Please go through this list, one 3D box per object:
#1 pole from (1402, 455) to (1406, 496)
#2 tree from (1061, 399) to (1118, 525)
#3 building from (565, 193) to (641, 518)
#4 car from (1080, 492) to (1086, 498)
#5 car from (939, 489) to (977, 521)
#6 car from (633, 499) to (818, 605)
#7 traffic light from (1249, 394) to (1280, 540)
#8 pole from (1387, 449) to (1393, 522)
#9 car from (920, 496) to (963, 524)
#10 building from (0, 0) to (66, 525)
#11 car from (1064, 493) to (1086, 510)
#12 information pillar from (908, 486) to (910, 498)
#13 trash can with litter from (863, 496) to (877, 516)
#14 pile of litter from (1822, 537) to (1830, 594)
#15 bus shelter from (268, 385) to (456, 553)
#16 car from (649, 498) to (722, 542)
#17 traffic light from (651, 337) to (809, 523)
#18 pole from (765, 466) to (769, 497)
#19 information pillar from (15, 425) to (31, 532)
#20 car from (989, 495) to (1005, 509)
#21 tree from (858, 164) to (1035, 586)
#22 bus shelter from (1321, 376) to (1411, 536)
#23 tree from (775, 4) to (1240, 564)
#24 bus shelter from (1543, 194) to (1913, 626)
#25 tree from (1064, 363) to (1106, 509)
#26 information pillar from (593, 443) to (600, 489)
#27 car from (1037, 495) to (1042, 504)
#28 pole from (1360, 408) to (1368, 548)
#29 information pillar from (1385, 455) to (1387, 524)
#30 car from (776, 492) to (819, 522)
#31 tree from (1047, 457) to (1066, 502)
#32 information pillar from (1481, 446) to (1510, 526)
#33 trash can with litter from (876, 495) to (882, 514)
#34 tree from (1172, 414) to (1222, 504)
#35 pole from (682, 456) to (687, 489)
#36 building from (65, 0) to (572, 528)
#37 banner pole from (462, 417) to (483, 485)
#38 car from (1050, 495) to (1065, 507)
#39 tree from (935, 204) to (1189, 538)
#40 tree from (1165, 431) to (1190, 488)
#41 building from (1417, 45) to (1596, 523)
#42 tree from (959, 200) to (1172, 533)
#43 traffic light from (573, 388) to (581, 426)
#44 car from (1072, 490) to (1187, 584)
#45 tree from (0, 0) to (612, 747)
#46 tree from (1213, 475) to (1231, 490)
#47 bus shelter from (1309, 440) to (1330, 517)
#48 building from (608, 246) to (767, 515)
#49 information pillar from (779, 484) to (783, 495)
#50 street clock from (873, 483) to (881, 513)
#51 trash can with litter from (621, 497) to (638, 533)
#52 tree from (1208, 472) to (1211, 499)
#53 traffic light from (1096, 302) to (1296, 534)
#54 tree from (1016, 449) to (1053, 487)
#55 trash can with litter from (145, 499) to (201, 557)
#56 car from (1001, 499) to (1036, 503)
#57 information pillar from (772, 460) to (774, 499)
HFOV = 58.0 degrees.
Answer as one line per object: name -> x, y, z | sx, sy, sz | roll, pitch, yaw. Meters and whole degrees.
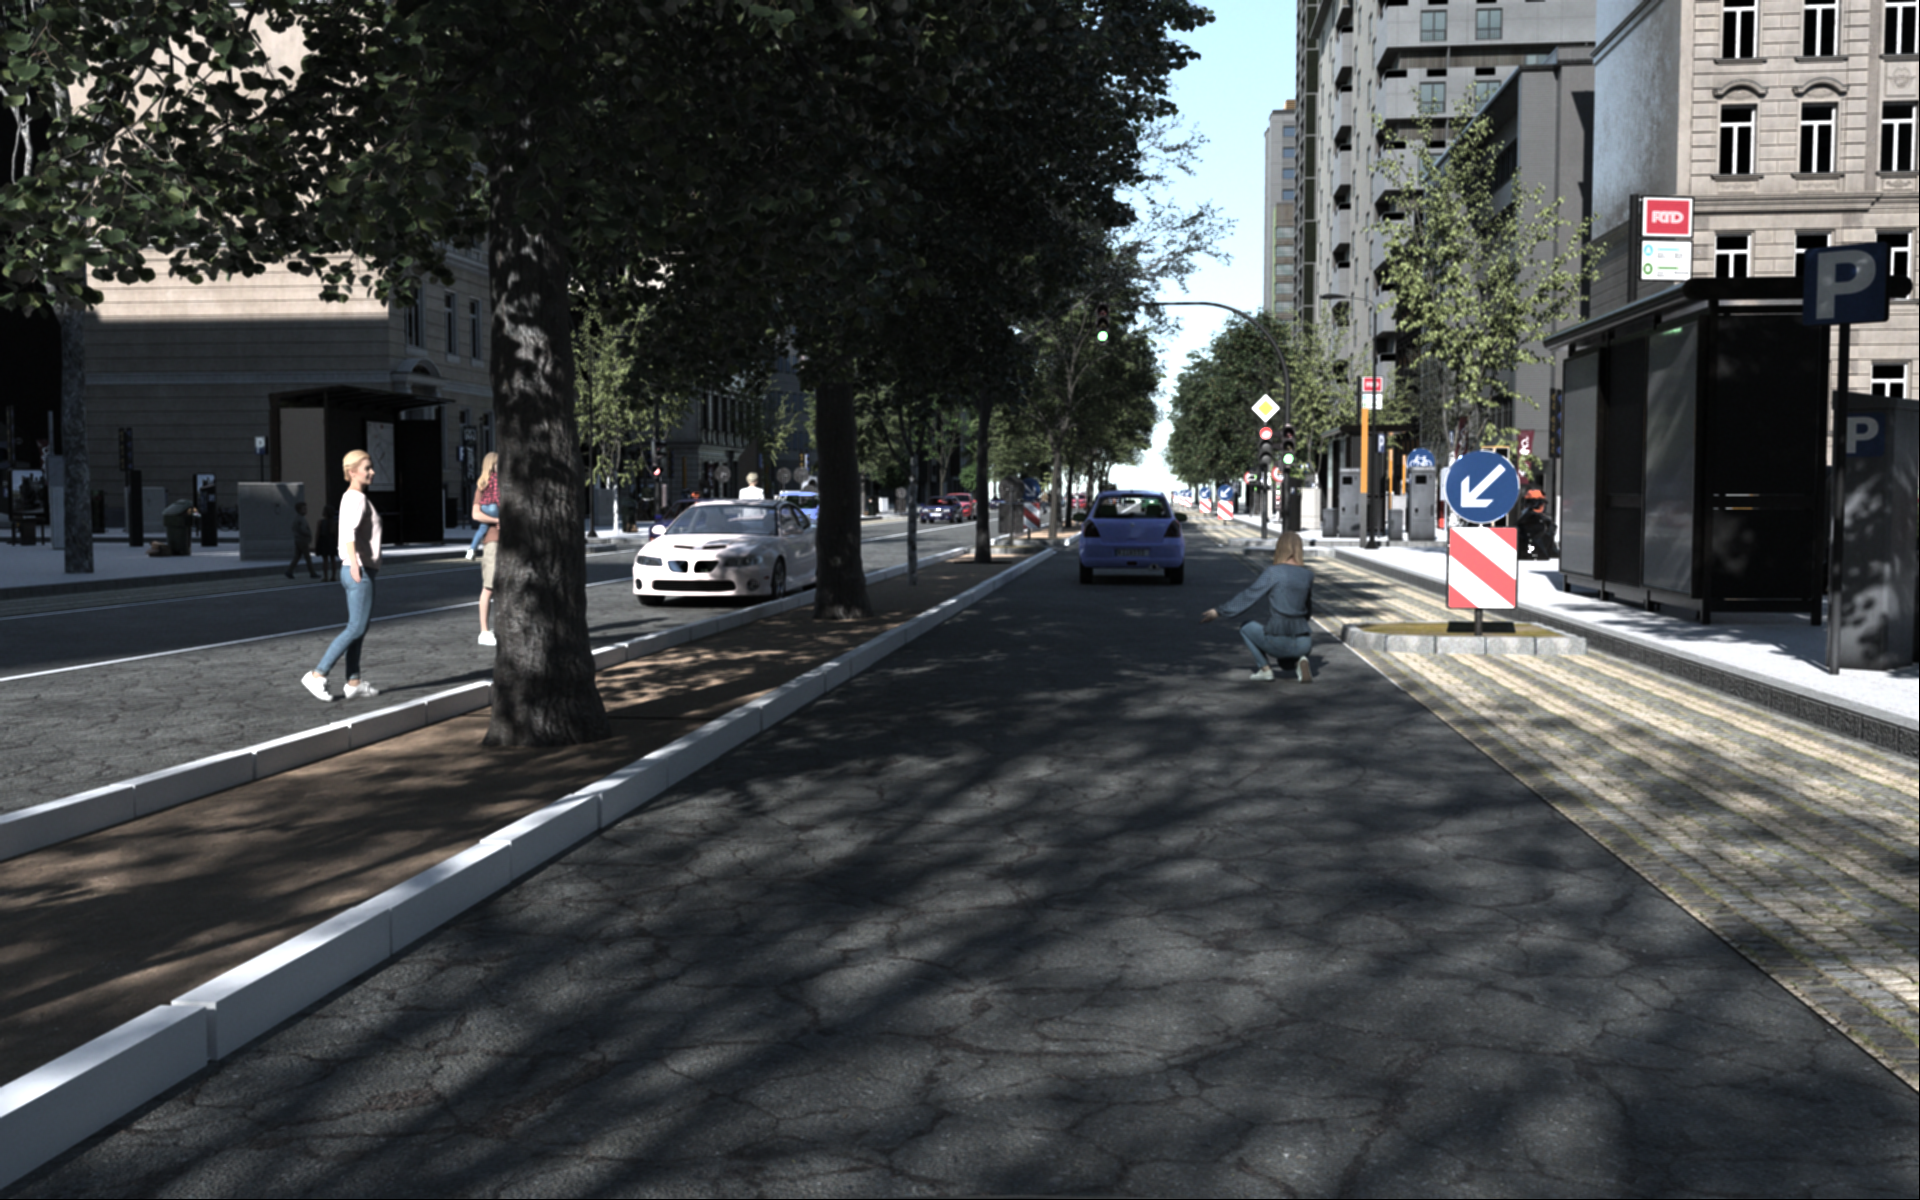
pole -> 23.090, -5.886, 90.086 | 0.158, 3.312, 0.155 | 0, 3, 0
tree -> 5.367, -7.711, 78.891 | 4.360, 8.622, 3.978 | 0, 3, 0
building -> -26.182, -13.810, 93.239 | 16.820, 18.784, 16.811 | 0, 4, 6
car -> 18.782, -15.335, 259.400 | 2.281, 1.827, 5.304 | 0, 4, 6
car -> -0.090, -5.261, 95.056 | 2.155, 1.783, 4.494 | 0, 4, 6
car -> -3.054, -0.700, 23.802 | 2.083, 1.381, 4.827 | 0, 4, 7
traffic light -> 8.570, -3.661, 48.784 | 0.839, 4.253, 0.868 | 0, 4, 6
pole -> 19.474, -5.173, 78.423 | 0.158, 3.312, 0.155 | 0, 3, 0
car -> -0.903, -4.460, 85.507 | 1.945, 1.354, 3.894 | 0, 4, 8
building -> -46.096, -14.740, 70.671 | 15.834, 23.373, 12.332 | 0, 4, 6
car -> 10.295, -8.797, 152.871 | 2.155, 1.783, 4.494 | 0, 4, 4
information pillar -> -3.477, -7.955, 121.424 | 0.183, 3.616, 0.504 | 2, 4, 30
trash can with litter -> -5.279, -5.472, 100.851 | 0.624, 1.170, 1.055 | -3, 4, -39
pile of litter -> 11.017, -0.480, 21.812 | 1.176, 0.858, 1.719 | -1, 4, -14
bus shelter -> -13.803, -3.007, 40.447 | 1.731, 3.624, 6.357 | 0, 4, 7
car -> -5.963, -1.679, 40.038 | 1.945, 1.354, 3.894 | 0, 4, 6
traffic light -> -6.747, -4.639, 50.508 | 4.771, 5.953, 1.251 | 0, 4, 6
pole -> -12.232, -7.084, 109.668 | 0.158, 3.312, 0.155 | 0, 3, 0
information pillar -> -31.467, -4.086, 58.153 | 0.504, 3.616, 0.183 | -2, 4, -28
car -> 3.758, -9.138, 161.982 | 1.945, 1.354, 3.894 | 0, 4, 6
tree -> -0.756, -4.533, 26.942 | 4.737, 8.622, 4.395 | 0, 3, 0
bus shelter -> 13.031, -4.829, 56.589 | 2.179, 5.291, 8.768 | 0, 4, 6
tree -> 0.453, -7.495, 35.373 | 12.009, 13.543, 11.850 | 0, 3, 0
bus shelter -> 8.533, -2.652, 20.996 | 2.179, 5.291, 8.768 | 0, 4, 6
tree -> 5.220, -8.055, 84.520 | 4.737, 8.622, 4.395 | 0, 3, 0
information pillar -> -15.123, -4.943, 72.177 | 0.183, 3.616, 0.504 | 1, 4, 14
car -> 9.742, -12.399, 215.304 | 1.945, 1.354, 3.894 | 0, 4, 7
pole -> 9.597, -2.893, 41.137 | 0.158, 3.312, 0.155 | 0, 3, 0
information pillar -> 18.364, -5.137, 75.346 | 0.504, 3.616, 0.183 | -3, 4, -36
car -> -5.264, -2.845, 56.099 | 1.945, 1.707, 3.694 | 0, 4, 5
tree -> 13.859, -21.389, 275.471 | 9.928, 11.665, 9.643 | 0, 3, 0
information pillar -> 8.227, -1.357, 26.674 | 0.304, 2.012, 0.304 | -1, 4, -23
trash can with litter -> -5.855, -6.091, 110.649 | 2.233, 1.210, 1.678 | -1, 4, -17
tree -> 29.561, -18.295, 217.245 | 7.486, 12.596, 7.792 | 0, 3, 0
pole -> -14.935, -6.121, 93.916 | 0.158, 3.312, 0.155 | 0, 3, 0
building -> -26.194, -17.619, 73.981 | 13.634, 28.700, 20.117 | 0, 4, 6
banner pole -> -15.622, -4.026, 55.839 | 0.863, 3.779, 0.401 | -3, 5, -41
car -> 11.033, -11.349, 197.555 | 2.014, 1.417, 4.499 | 0, 4, 5
tree -> 2.952, -7.272, 55.763 | 8.767, 10.594, 7.601 | 0, 4, 6
tree -> 33.175, -19.794, 249.380 | 9.928, 11.665, 9.643 | 0, 3, 0
building -> 33.316, -16.579, 90.134 | 14.314, 24.678, 30.058 | 0, 4, 6
tree -> 3.673, -8.729, 63.299 | 7.486, 12.596, 7.792 | 0, 3, 0
traffic light -> -9.722, -3.293, 42.768 | 0.839, 4.253, 0.868 | 0, 4, 6
car -> 2.843, -1.185, 28.968 | 1.945, 1.707, 3.694 | 0, 4, 4
tree -> -2.384, -6.142, 9.532 | 9.857, 13.997, 8.962 | 0, 3, 0
tree -> 21.512, -8.896, 140.043 | 1.663, 3.219, 1.824 | 0, 3, 0
bus shelter -> 16.571, -5.243, 77.006 | 1.731, 3.624, 6.357 | 0, 4, 6
building -> -19.750, -15.390, 116.258 | 10.561, 19.102, 19.286 | 0, 4, 6
information pillar -> -12.814, -7.365, 124.909 | 0.304, 2.012, 0.304 | -3, 5, -40
street clock -> -5.409, -6.645, 113.220 | 0.471, 2.002, 0.358 | 3, 5, 41
trash can with litter -> -10.905, -2.825, 57.578 | 0.624, 1.170, 1.055 | -2, 4, -24
tree -> 25.923, -15.088, 181.096 | 7.601, 10.594, 8.767 | 2, 4, 27
traffic light -> 5.595, -4.053, 40.938 | 4.771, 5.953, 1.251 | 0, 4, 6
tree -> 9.630, -19.955, 243.278 | 9.611, 12.733, 9.660 | 0, 3, 0
trash can with litter -> -16.261, -1.491, 35.761 | 0.624, 1.170, 1.055 | 1, 4, 16
car -> 3.253, -4.995, 93.667 | 2.014, 1.417, 4.499 | 1, 4, 8
information pillar -> -12.659, -7.700, 117.250 | 0.183, 3.616, 0.504 | 0, 4, -5
